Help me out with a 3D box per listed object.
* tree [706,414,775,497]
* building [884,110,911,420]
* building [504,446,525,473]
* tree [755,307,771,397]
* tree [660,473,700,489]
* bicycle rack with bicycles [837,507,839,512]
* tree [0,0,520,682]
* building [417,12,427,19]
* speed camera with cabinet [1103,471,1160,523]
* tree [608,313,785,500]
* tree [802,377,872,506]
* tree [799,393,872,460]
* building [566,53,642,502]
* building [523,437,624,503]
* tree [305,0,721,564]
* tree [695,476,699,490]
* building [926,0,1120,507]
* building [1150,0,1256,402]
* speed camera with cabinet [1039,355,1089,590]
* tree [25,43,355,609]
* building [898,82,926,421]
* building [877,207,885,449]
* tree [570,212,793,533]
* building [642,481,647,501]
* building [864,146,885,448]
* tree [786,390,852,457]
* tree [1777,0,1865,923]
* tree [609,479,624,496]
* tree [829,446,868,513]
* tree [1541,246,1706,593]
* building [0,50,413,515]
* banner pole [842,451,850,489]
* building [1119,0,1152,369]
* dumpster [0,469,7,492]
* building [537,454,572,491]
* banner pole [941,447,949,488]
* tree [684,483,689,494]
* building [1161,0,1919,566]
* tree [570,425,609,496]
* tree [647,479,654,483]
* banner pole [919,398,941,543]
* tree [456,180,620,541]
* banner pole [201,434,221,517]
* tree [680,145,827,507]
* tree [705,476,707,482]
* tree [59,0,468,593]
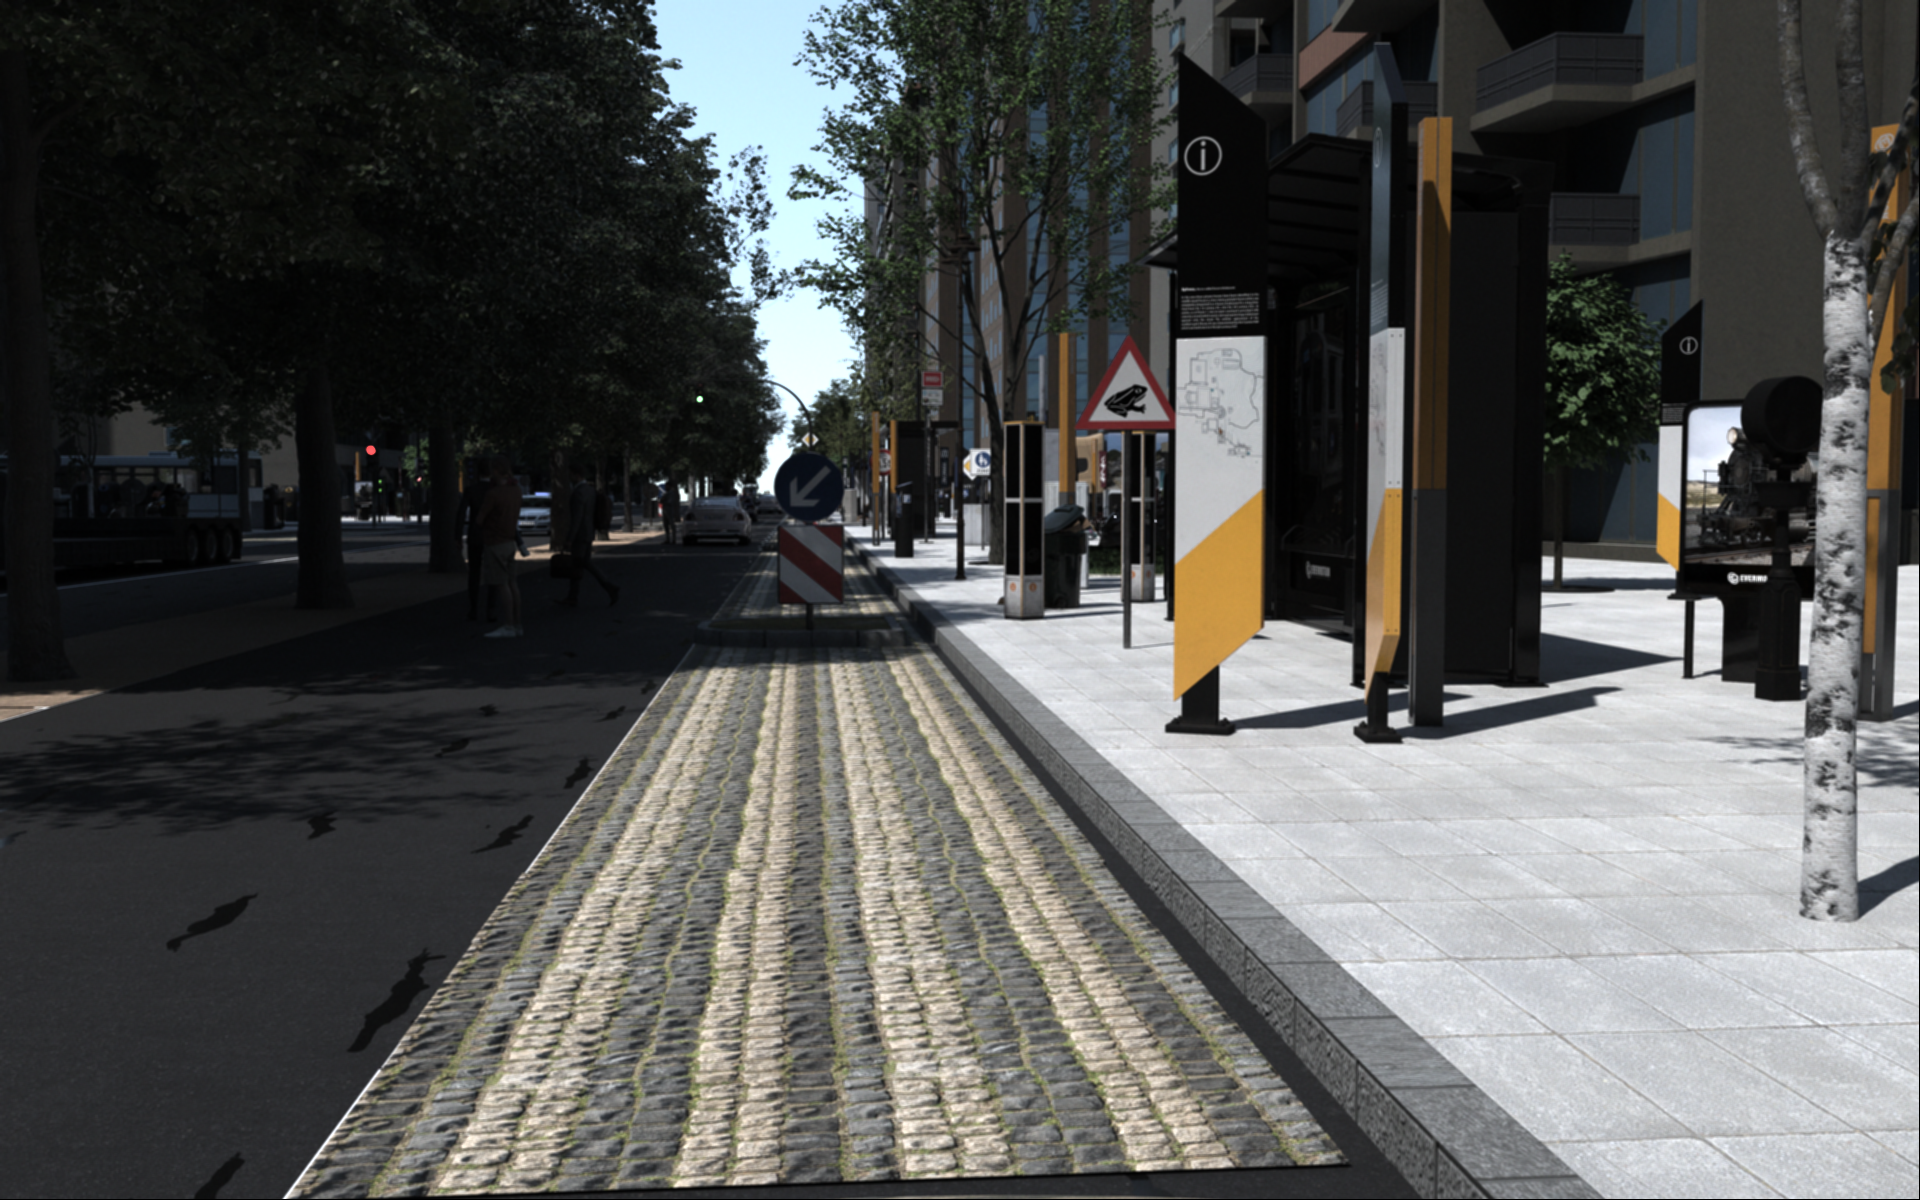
[{"bbox_3d":[-18.688,-12.308,138.099,8.767,10.594,7.601,0,4,-5],"label":"tree"},{"bbox_3d":[2.068,-35.792,208.906,21.300,48.544,21.600,0,4,-5],"label":"building"},{"bbox_3d":[-47.652,-28.876,155.716,14.154,41.232,14.086,0,4,-5],"label":"building"},{"bbox_3d":[-13.240,-10.452,79.998,9.857,13.997,8.962,0,3,0],"label":"tree"},{"bbox_3d":[-43.710,-21.126,263.542,7.486,12.596,7.792,0,3,0],"label":"tree"},{"bbox_3d":[-8.185,-6.848,125.342,2.852,0.926,2.925,-1,4,-17],"label":"bicycle rack with bicycles"},{"bbox_3d":[-6.945,-5.623,12.521,7.486,12.596,7.792,0,3,0],"label":"tree"},{"bbox_3d":[-44.403,-27.583,134.581,14.154,41.232,14.086,0,4,-5],"label":"building"},{"bbox_3d":[6.407,-4.302,64.672,2.038,3.252,0.660,0,4,-3],"label":"speed camera with cabinet"},{"bbox_3d":[-15.510,-11.281,103.906,9.611,12.733,9.660,0,3,0],"label":"tree"},{"bbox_3d":[-11.437,-15.317,168.566,7.486,12.596,7.792,0,3,0],"label":"tree"},{"bbox_3d":[-11.361,-13.705,158.487,7.601,10.594,8.767,0,4,6],"label":"tree"},{"bbox_3d":[-62.202,-51.349,277.810,20.563,71.187,20.611,0,4,-5],"label":"building"},{"bbox_3d":[-60.681,-36.648,253.822,22.147,44.769,28.867,0,4,-5],"label":"building"},{"bbox_3d":[-9.753,-8.136,42.135,9.857,13.997,8.962,0,3,0],"label":"tree"},{"bbox_3d":[-46.266,-21.578,303.162,4.737,8.622,4.395,0,3,0],"label":"tree"},{"bbox_3d":[4.548,-30.255,144.783,14.600,45.320,14.200,0,4,-5],"label":"building"},{"bbox_3d":[21.854,-28.892,96.080,21.600,48.544,21.300,0,4,-5],"label":"building"},{"bbox_3d":[1.397,-1.820,24.090,0.660,3.252,2.038,0,4,-3],"label":"speed camera with cabinet"},{"bbox_3d":[-7.939,-6.854,21.179,9.857,13.997,8.962,0,3,0],"label":"tree"},{"bbox_3d":[4.767,-32.376,183.975,22.147,44.769,28.867,0,4,-5],"label":"building"},{"bbox_3d":[-1.352,-39.656,267.984,23.786,49.044,30.456,0,4,-5],"label":"building"},{"bbox_3d":[-12.217,-9.202,63.277,12.009,13.543,11.850,0,3,0],"label":"tree"},{"bbox_3d":[-61.154,-37.497,296.677,14.154,41.232,14.086,0,4,-5],"label":"building"},{"bbox_3d":[-5.865,-46.163,296.767,21.231,58.520,28.212,0,4,-5],"label":"building"},{"bbox_3d":[-16.826,-18.797,213.992,9.857,13.997,8.962,0,3,0],"label":"tree"},{"bbox_3d":[2.857,-3.336,4.907,4.360,8.622,3.978,0,3,0],"label":"tree"},{"bbox_3d":[-35.926,-11.476,182.230,1.663,3.219,1.824,0,3,0],"label":"tree"},{"bbox_3d":[-7.612,-8.322,119.777,4.285,4.588,4.351,0,3,0],"label":"tree"},{"bbox_3d":[7.963,-2.410,23.120,4.285,4.588,4.351,0,3,0],"label":"tree"},{"bbox_3d":[-47.270,-29.509,106.179,21.300,48.544,21.600,0,4,-5],"label":"building"},{"bbox_3d":[-6.557,-6.754,100.438,0.401,3.779,0.863,-3,5,-44],"label":"banner pole"},{"bbox_3d":[8.960,-28.505,116.171,14.600,45.320,14.200,0,4,-5],"label":"building"},{"bbox_3d":[-22.521,-2.156,41.003,1.264,1.857,1.865,0,4,-5],"label":"dumpster"},{"bbox_3d":[-52.469,-31.493,198.512,14.154,41.232,14.086,0,4,-5],"label":"building"},{"bbox_3d":[-0.861,-5.579,81.237,0.863,3.779,0.401,-2,4,-33],"label":"banner pole"},{"bbox_3d":[-44.569,-17.623,282.730,1.663,3.219,1.824,0,3,0],"label":"tree"},{"bbox_3d":[18.718,-23.800,43.757,22.147,44.769,28.867,0,4,-5],"label":"building"},{"bbox_3d":[-33.670,-15.188,165.338,9.611,12.733,9.660,0,3,0],"label":"tree"},{"bbox_3d":[-38.164,-13.329,212.522,1.663,3.219,1.824,0,3,0],"label":"tree"},{"bbox_3d":[-0.839,-3.363,44.998,0.401,3.779,0.863,-1,4,-11],"label":"banner pole"},{"bbox_3d":[-10.967,-7.593,52.354,9.928,11.665,9.643,0,3,0],"label":"tree"},{"bbox_3d":[-28.011,-4.579,64.882,0.863,3.779,0.401,-1,4,-22],"label":"banner pole"},{"bbox_3d":[-13.228,-14.330,92.647,12.611,20.169,13.585,0,3,0],"label":"tree"},{"bbox_3d":[-45.667,-22.995,294.090,7.486,12.596,7.792,0,3,0],"label":"tree"},{"bbox_3d":[-9.318,-7.457,31.033,9.857,13.997,8.962,0,3,0],"label":"tree"}]
